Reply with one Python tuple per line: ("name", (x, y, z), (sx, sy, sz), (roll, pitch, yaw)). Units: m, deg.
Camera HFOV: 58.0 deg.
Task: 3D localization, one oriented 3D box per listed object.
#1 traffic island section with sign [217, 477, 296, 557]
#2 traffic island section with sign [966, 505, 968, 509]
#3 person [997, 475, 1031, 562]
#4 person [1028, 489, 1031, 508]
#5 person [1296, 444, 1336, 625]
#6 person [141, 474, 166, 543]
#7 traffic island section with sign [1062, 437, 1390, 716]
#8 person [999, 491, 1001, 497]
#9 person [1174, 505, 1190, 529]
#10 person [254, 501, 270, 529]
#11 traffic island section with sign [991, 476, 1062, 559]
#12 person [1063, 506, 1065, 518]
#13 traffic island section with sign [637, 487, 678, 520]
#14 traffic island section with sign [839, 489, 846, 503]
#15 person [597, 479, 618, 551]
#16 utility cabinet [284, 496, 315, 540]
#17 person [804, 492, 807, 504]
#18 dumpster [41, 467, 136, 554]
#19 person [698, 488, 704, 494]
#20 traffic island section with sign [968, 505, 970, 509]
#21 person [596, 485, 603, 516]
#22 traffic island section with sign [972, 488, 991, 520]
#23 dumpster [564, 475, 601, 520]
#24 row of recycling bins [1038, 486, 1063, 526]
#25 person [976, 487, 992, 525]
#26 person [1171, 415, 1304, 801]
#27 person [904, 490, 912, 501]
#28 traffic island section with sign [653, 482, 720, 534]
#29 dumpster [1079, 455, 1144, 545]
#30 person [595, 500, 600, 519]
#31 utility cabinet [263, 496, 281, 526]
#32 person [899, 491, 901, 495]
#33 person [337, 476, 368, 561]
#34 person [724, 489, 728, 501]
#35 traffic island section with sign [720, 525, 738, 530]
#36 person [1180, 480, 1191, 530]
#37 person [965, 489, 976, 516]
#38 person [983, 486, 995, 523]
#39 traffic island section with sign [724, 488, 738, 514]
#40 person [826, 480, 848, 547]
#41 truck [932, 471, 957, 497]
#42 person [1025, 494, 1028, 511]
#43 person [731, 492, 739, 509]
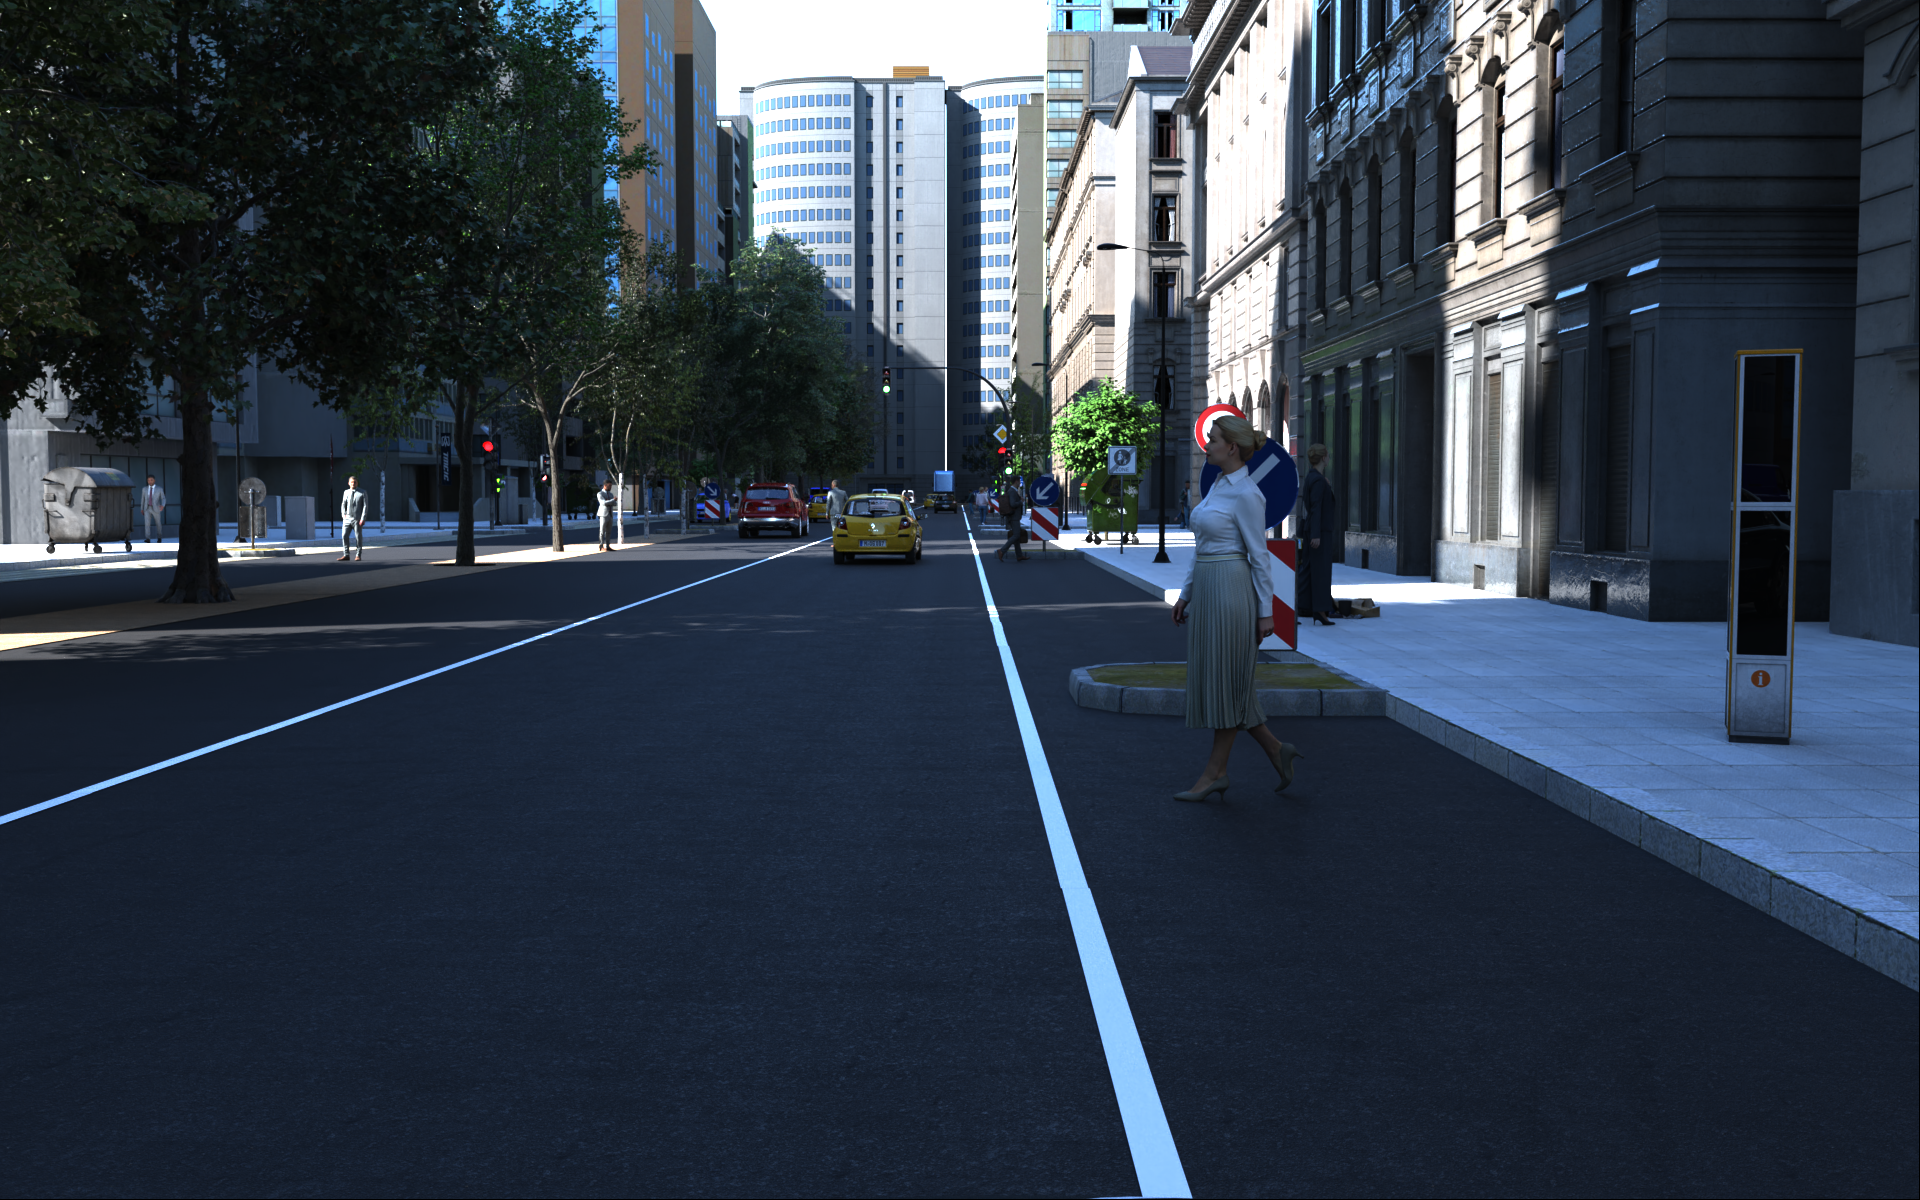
("traffic island section with sign", (-16.458, -1.907, 39.813), (1.989, 1.847, 2.006), (0, 3, 0))
("traffic island section with sign", (1.694, -9.982, 171.838), (1.989, 1.847, 2.006), (0, 3, 0))
("person", (1.122, -1.738, 36.884), (0.822, 1.834, 0.622), (-1, 4, -17))
("person", (6.356, -9.063, 154.669), (0.568, 1.767, 0.683), (1, 4, 17))
("person", (3.445, -0.639, 16.907), (0.534, 1.772, 0.576), (-1, 4, -23))
("person", (-21.069, -2.380, 45.228), (0.678, 1.792, 0.850), (-1, 4, -10))
("traffic island section with sign", (1.790, -0.215, 12.137), (1.989, 1.847, 2.006), (0, 3, 0))
("person", (3.794, -9.736, 165.940), (0.721, 1.743, 1.217), (0, 4, -1))
("person", (8.860, -3.258, 67.259), (1.012, 1.151, 0.738), (1, 4, 13))
("person", (-24.873, -3.372, 61.359), (0.728, 1.800, 0.709), (-1, 4, -22))
("traffic island section with sign", (1.766, -1.863, 39.092), (1.989, 1.847, 2.006), (0, 3, 0))
("person", (5.404, -5.332, 94.220), (0.512, 1.701, 0.522), (-3, 5, -40))
("traffic island section with sign", (-16.498, -5.263, 94.681), (1.989, 1.847, 2.006), (0, 3, 0))
("traffic island section with sign", (-9.932, -8.363, 144.876), (2.006, 1.907, 1.989), (0, 3, 0))
("person", (-8.777, -2.114, 43.238), (0.466, 1.800, 0.511), (1, 4, 16))
("utility cabinet", (-18.614, -2.306, 48.864), (1.020, 1.237, 0.306), (3, 4, 36))
("person", (-19.535, -12.937, 218.006), (0.683, 1.767, 0.568), (-1, 4, -13))
("dumpster", (-18.965, -1.954, 37.704), (1.264, 1.857, 1.865), (0, 3, 0))
("person", (-19.843, -7.684, 132.070), (0.834, 1.777, 0.661), (1, 4, 21))
("traffic island section with sign", (1.710, -6.963, 122.468), (1.989, 1.847, 2.006), (0, 3, 0))
("person", (-21.330, -5.923, 102.740), (0.638, 1.841, 0.748), (-1, 4, -21))
("traffic island section with sign", (1.730, -5.314, 95.513), (1.989, 1.847, 2.006), (0, 3, 0))
("dumpster", (-18.892, -5.142, 86.561), (1.502, 2.255, 1.985), (0, 3, 0))
("row of recycling bins", (3.648, -3.909, 71.027), (1.069, 1.692, 3.534), (0, 4, 0))
("person", (1.019, -3.993, 74.451), (0.731, 1.740, 0.598), (0, 4, 8))
("person", (1.314, 0.036, 8.142), (0.641, 1.798, 0.478), (0, 4, -4))
("person", (-3.963, -7.653, 133.982), (0.716, 1.782, 0.532), (2, 4, 35))
("traffic island section with sign", (-9.882, -3.315, 62.330), (2.006, 1.907, 1.989), (0, 3, 0))
("dumpster", (3.856, -2.545, 44.097), (1.502, 2.255, 1.985), (0, 4, 0))
("person", (-18.751, -4.751, 89.228), (1.012, 1.151, 0.738), (0, 4, -2))
("utility cabinet", (-27.797, -3.577, 69.638), (1.020, 1.237, 0.306), (1, 4, 19))
("person", (-6.384, -10.857, 186.726), (0.721, 1.735, 1.217), (0, 4, 3))
("person", (-13.040, -1.752, 37.248), (0.635, 1.810, 0.391), (0, 4, 3))
("person", (-16.245, -6.802, 120.117), (0.834, 1.777, 0.661), (3, 4, 38))
("traffic island section with sign", (-9.877, -3.768, 69.738), (2.006, 1.907, 1.989), (0, 3, 0))
("person", (8.181, -3.401, 62.001), (0.623, 1.781, 0.721), (-1, 4, -23))
("person", (0.703, -6.258, 111.162), (0.721, 1.781, 0.623), (1, 4, 9))
("person", (1.277, -4.731, 85.966), (0.853, 1.813, 0.709), (3, 5, 44))
("traffic island section with sign", (-16.508, -6.912, 121.636), (1.989, 1.847, 2.006), (0, 3, 0))
("person", (-3.313, -2.337, 46.805), (0.635, 1.810, 0.391), (-2, 4, -35))
("truck", (-1.891, -12.471, 193.652), (2.967, 4.110, 18.799), (0, 4, 1))
("person", (4.999, -7.428, 131.744), (0.306, 1.304, 0.590), (0, 4, -7))
("person", (-19.800, -8.742, 152.170), (0.799, 1.438, 0.628), (0, 4, -2))
